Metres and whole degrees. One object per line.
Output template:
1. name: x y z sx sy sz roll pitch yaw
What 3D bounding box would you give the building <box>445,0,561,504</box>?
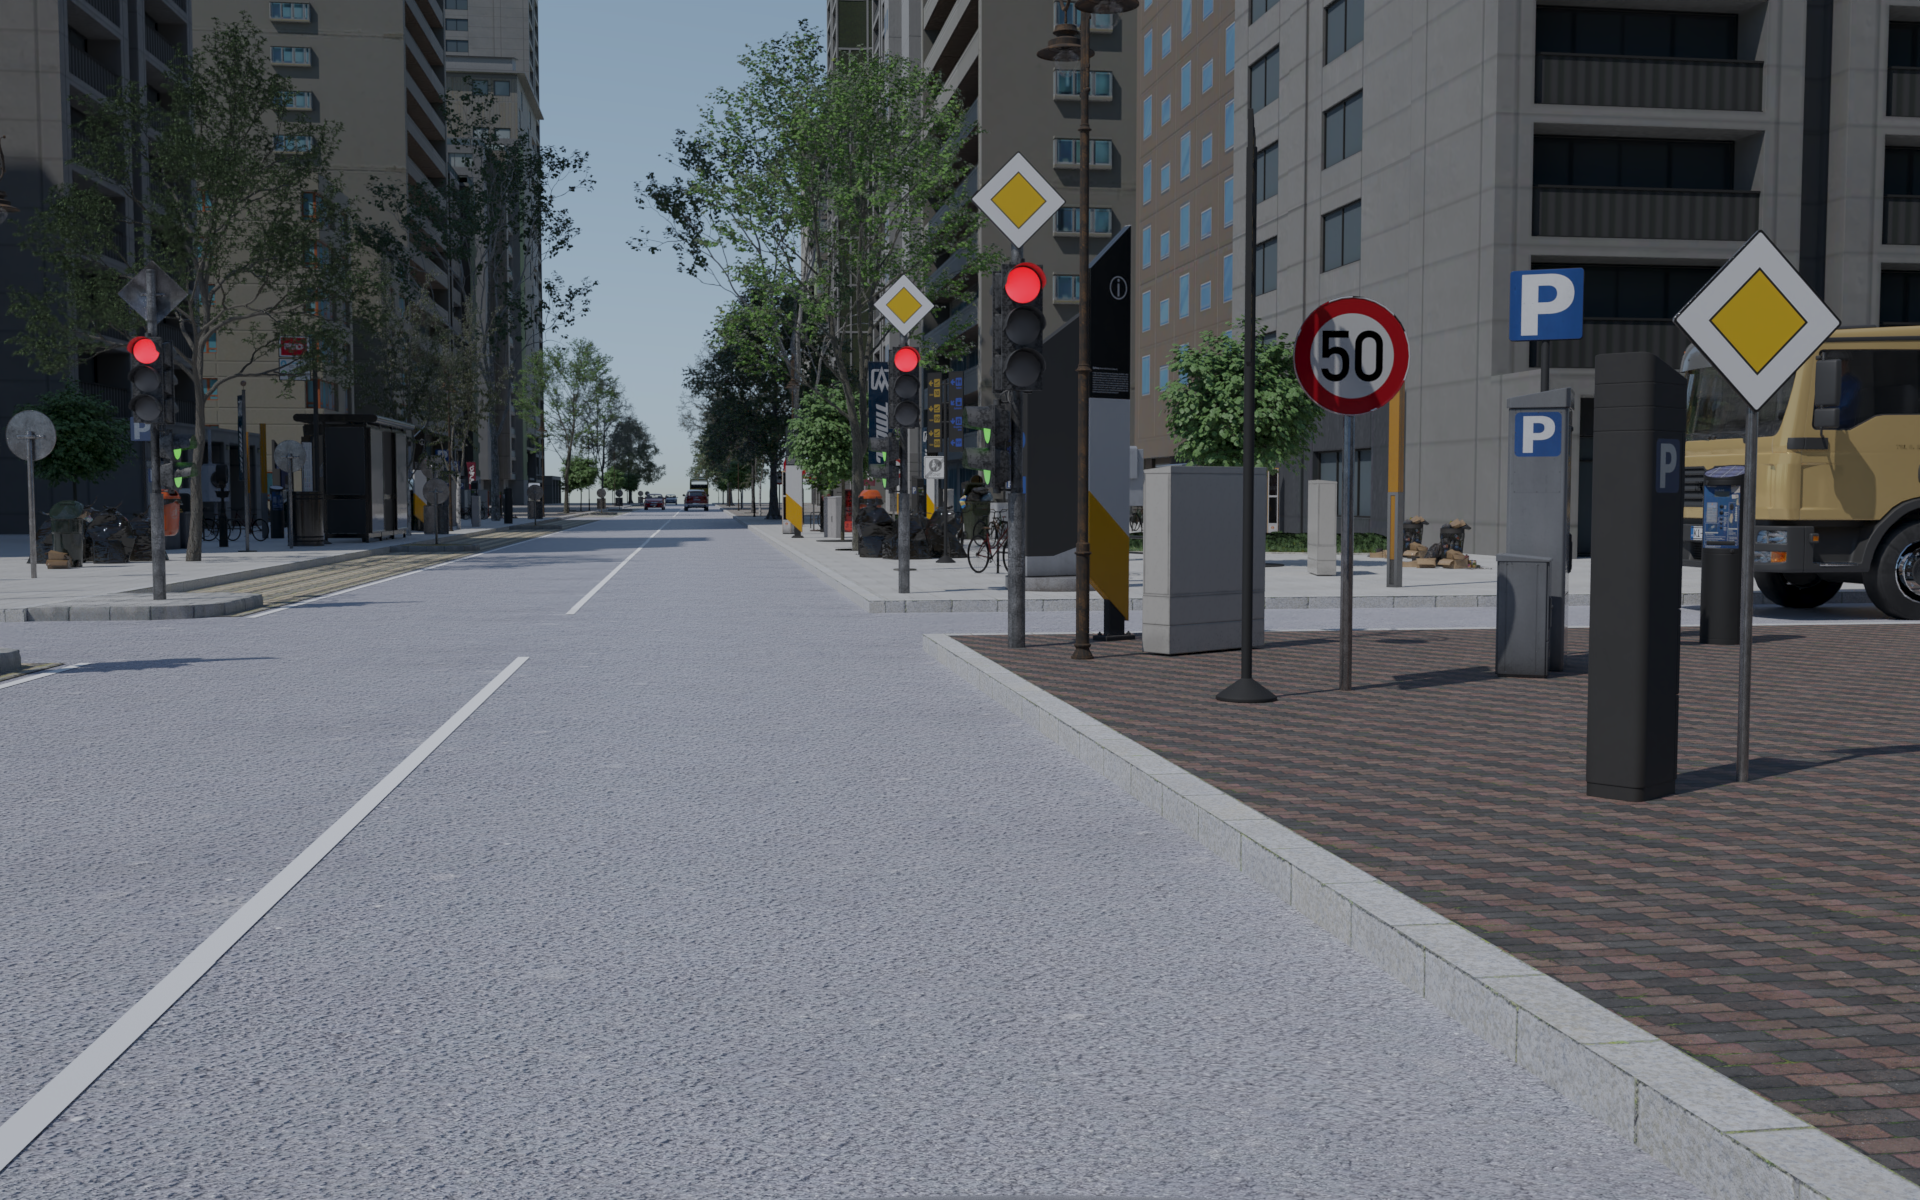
1. building: -65.674 -48.811 236.315 20.563 71.187 20.611 -1 4 -9

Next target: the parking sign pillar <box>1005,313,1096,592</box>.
1. parking sign pillar: 1.330 -2.130 23.297 1.447 3.967 1.447 -2 4 -31

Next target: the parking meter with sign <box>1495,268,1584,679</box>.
1. parking meter with sign: 4.251 -1.010 12.770 0.543 3.016 1.738 1 4 22

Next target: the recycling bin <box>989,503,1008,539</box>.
1. recycling bin: 1.165 -2.286 49.936 0.722 1.027 0.722 -2 4 -30

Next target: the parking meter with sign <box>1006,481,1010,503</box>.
1. parking meter with sign: 2.190 -4.820 75.064 0.543 3.016 1.738 0 4 6

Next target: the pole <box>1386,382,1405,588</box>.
1. pole: 5.978 -1.829 23.739 0.158 3.312 0.155 0 3 0

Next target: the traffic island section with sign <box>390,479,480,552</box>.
1. traffic island section with sign: -13.151 -2.132 43.478 1.989 1.847 2.006 -1 4 -9

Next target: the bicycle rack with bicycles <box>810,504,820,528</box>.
1. bicycle rack with bicycles: -4.303 -3.185 65.459 2.852 0.926 2.925 1 4 19

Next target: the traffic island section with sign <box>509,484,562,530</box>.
1. traffic island section with sign: -17.214 -3.774 70.339 1.989 1.847 2.006 -1 4 -9

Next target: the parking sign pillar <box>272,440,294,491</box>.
1. parking sign pillar: -33.762 -5.989 86.393 1.447 3.967 1.447 1 4 8

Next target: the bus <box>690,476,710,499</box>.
1. bus: -36.044 -15.177 239.688 2.896 3.916 12.252 0 4 -8

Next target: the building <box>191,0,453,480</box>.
1. building: -50.928 -30.974 130.135 21.300 48.544 21.600 -1 4 -9

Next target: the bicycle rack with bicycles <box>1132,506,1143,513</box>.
1. bicycle rack with bicycles: 7.172 -2.666 56.966 2.852 0.926 2.925 1 4 17

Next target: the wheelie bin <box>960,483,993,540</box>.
1. wheelie bin: 0.497 -2.493 48.675 0.980 1.594 0.693 -2 4 -29

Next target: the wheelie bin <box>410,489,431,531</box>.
1. wheelie bin: -18.944 -3.227 60.666 0.980 1.594 0.693 3 5 42

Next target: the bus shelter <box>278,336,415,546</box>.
1. bus shelter: -16.500 -4.218 46.591 2.179 5.291 8.768 -1 4 -8

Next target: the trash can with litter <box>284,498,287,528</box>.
1. trash can with litter: -25.801 -3.346 66.096 1.055 1.170 0.624 0 4 3

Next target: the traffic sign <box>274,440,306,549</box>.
1. traffic sign: -15.748 -2.484 40.715 0.768 2.556 0.104 0 4 0

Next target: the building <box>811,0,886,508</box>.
1. building: -6.909 -46.889 204.885 20.563 71.187 20.611 -1 4 -9

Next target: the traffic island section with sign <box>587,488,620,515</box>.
1. traffic island section with sign: -24.613 -6.763 119.208 1.989 1.847 2.006 -1 4 -9

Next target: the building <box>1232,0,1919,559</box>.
1. building: 20.025 -37.014 43.429 20.611 71.187 20.563 -1 4 -9

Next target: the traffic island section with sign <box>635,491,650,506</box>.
1. traffic island section with sign: -37.009 -11.774 201.136 1.989 1.847 2.006 -1 4 -9

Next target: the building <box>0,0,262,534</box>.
1. building: -37.739 -38.159 62.155 20.563 71.187 20.611 -1 4 -9

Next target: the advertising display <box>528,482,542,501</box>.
1. advertising display: -23.302 -5.490 94.971 0.974 1.923 0.123 2 4 34

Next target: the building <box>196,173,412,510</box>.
1. building: -50.244 -15.935 105.574 27.650 21.520 28.899 -1 4 -9

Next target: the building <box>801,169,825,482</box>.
1. building: -8.188 -40.047 244.013 28.713 52.752 27.495 -1 4 -9

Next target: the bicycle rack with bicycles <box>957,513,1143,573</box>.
1. bicycle rack with bicycles: 1.769 -0.860 27.450 2.852 0.926 2.925 -2 4 -28

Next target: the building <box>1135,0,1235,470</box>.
1. building: 14.960 -25.256 63.047 14.600 45.320 14.200 -1 4 -9

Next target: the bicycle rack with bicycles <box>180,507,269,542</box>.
1. bicycle rack with bicycles: -20.437 -2.023 46.452 2.925 0.926 2.852 2 4 29

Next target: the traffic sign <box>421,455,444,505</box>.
1. traffic sign: -17.346 -3.476 56.936 0.768 2.556 0.104 0 4 1

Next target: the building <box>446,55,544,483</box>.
1. building: -66.357 -38.106 212.265 28.713 52.752 27.495 -1 4 -9

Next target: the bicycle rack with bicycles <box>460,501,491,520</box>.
1. bicycle rack with bicycles: -24.429 -4.480 86.636 2.925 0.926 2.852 -3 4 -36

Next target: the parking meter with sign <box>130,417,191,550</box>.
1. parking meter with sign: -18.344 -2.671 39.937 0.543 3.016 1.738 0 4 5

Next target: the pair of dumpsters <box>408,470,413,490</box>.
1. pair of dumpsters: -21.879 -3.938 66.880 1.574 2.255 4.437 -1 4 -8

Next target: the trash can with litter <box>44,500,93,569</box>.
1. trash can with litter: -15.459 -1.138 30.000 0.624 1.170 1.055 -1 4 -15

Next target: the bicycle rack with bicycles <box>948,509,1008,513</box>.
1. bicycle rack with bicycles: 0.631 -1.718 41.464 2.852 0.926 2.925 -1 4 -14

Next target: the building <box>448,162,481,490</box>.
1. building: -49.654 -23.100 149.382 14.160 30.474 14.107 -1 4 -9

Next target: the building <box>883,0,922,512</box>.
1. building: 4.961 -35.841 128.005 21.231 58.520 28.212 -1 4 -9

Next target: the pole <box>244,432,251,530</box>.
1. pole: -23.379 -3.850 56.795 0.158 3.312 0.155 0 3 0

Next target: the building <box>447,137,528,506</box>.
1. building: -56.192 -31.138 192.703 14.154 41.232 14.086 -1 4 -9

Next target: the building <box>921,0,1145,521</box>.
1. building: 9.916 -28.418 88.333 21.300 48.544 21.600 -1 4 -9

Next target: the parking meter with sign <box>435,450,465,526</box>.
1. parking meter with sign: -20.277 -4.432 68.729 0.543 3.016 1.738 0 4 -1

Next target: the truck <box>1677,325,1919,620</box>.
1. truck: 12.828 -1.535 21.020 9.791 3.379 3.469 -1 4 -8

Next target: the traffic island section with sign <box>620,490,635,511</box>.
1. traffic island section with sign: -28.724 -8.425 146.380 1.989 1.847 2.006 -1 4 -9

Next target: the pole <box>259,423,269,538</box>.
1. pole: -20.104 -3.436 50.024 0.158 3.312 0.155 0 3 0

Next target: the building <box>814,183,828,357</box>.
1. building: -11.797 -32.981 222.833 14.154 41.232 14.086 -1 4 -9

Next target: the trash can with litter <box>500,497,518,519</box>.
1. trash can with litter: -24.218 -4.902 91.208 2.233 1.210 1.678 -1 4 -11

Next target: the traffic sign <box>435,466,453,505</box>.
1. traffic sign: -20.202 -4.129 67.515 0.884 2.594 0.081 0 4 -6

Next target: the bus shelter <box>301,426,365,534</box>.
1. bus shelter: -20.637 -4.107 58.439 1.731 3.624 6.357 -1 4 -9
